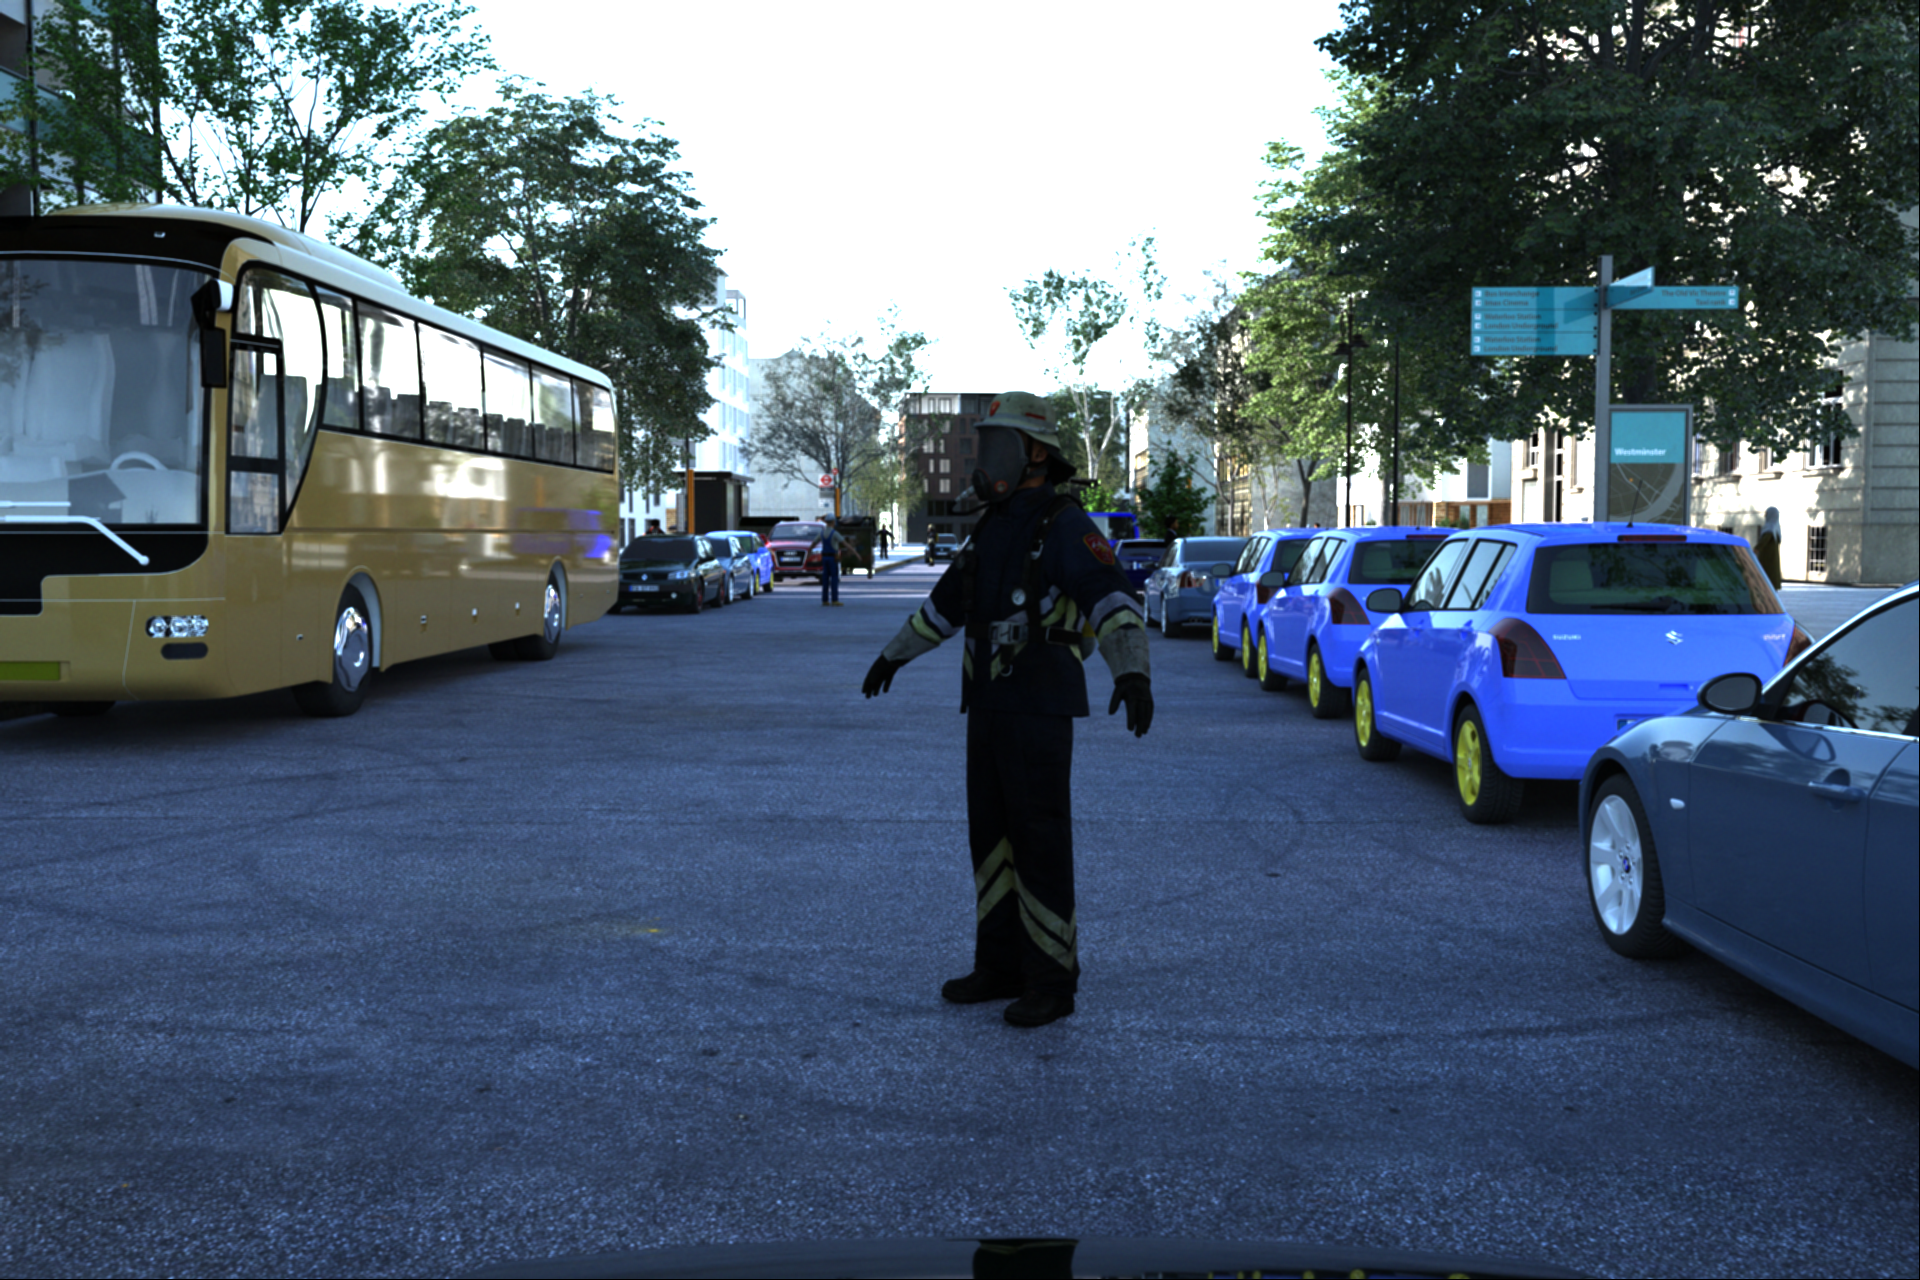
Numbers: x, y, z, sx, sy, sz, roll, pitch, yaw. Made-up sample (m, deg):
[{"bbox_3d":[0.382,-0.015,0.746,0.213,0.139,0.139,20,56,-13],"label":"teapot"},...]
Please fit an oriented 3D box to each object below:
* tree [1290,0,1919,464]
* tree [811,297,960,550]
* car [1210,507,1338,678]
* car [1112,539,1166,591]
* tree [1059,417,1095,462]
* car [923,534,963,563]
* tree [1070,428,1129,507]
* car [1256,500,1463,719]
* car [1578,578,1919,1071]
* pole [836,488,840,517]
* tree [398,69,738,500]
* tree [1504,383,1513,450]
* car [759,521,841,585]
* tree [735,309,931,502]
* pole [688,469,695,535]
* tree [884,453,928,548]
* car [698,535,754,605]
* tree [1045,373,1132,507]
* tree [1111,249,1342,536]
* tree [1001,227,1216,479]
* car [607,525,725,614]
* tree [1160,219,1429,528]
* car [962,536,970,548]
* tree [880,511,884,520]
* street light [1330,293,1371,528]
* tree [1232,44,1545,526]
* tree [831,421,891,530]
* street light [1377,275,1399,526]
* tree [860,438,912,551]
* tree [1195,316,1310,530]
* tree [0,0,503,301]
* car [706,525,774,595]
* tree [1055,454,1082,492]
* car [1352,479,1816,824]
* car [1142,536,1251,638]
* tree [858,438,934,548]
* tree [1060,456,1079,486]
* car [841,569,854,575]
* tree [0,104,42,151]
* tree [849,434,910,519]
[{"bbox_3d":[9.062,-7.106,22.832,9.857,13.997,8.962,0,3,0],"label":"tree"},{"bbox_3d":[-6.365,-17.468,141.485,12.611,20.169,13.585,0,3,0],"label":"tree"},{"bbox_3d":[3.700,-0.547,18.536,1.945,1.707,3.694,0,4,1],"label":"car"},{"bbox_3d":[4.005,-1.561,38.101,1.945,1.354,3.894,0,4,1],"label":"car"},{"bbox_3d":[10.684,-15.312,168.474,7.486,12.596,7.792,0,3,0],"label":"tree"},{"bbox_3d":[-0.836,-4.664,86.049,2.009,1.686,4.222,0,4,1],"label":"car"},{"bbox_3d":[8.958,-10.220,117.467,4.360,8.622,3.978,0,3,0],"label":"tree"},{"bbox_3d":[3.585,-0.315,14.739,1.945,1.707,3.694,0,3,0],"label":"car"},{"bbox_3d":[3.084,0.466,4.389,2.014,1.417,4.499,0,3,0],"label":"car"},{"bbox_3d":[-5.423,-5.085,76.988,0.158,3.312,0.155,0,3,0],"label":"pole"},{"bbox_3d":[-10.764,-8.609,47.411,9.857,13.997,8.962,0,3,0],"label":"tree"},{"bbox_3d":[29.343,-10.260,78.119,12.009,13.543,11.850,0,3,0],"label":"tree"},{"bbox_3d":[-4.617,-2.542,50.243,2.281,1.827,5.304,0,4,1],"label":"car"},{"bbox_3d":[-6.752,-11.258,94.434,12.009,13.543,11.850,0,3,0],"label":"tree"},{"bbox_3d":[-8.430,-3.702,54.375,0.158,3.312,0.155,0,3,0],"label":"pole"},{"bbox_3d":[-5.550,-12.500,154.736,4.360,8.622,3.978,0,3,0],"label":"tree"},{"bbox_3d":[-5.467,-1.516,36.781,2.014,1.417,4.499,0,4,2],"label":"car"},{"bbox_3d":[9.168,-14.104,137.262,9.857,13.997,8.962,0,3,0],"label":"tree"},{"bbox_3d":[11.798,-10.111,75.677,12.009,13.543,11.850,0,3,0],"label":"tree"},{"bbox_3d":[9.272,-15.348,106.822,12.611,20.169,13.585,0,3,0],"label":"tree"},{"bbox_3d":[-5.502,-1.384,32.412,2.009,1.686,4.222,0,4,1],"label":"car"},{"bbox_3d":[10.062,-7.118,50.798,8.767,10.594,7.601,0,4,7],"label":"tree"},{"bbox_3d":[1.062,-4.988,93.911,2.083,1.381,4.827,0,4,1],"label":"car"},{"bbox_3d":[-14.458,-19.921,260.112,7.601,10.594,8.767,0,4,7],"label":"tree"},{"bbox_3d":[7.494,-3.706,33.389,0.468,5.910,1.993,0,4,1],"label":"street light"},{"bbox_3d":[10.076,-7.492,40.625,7.486,12.596,7.792,0,3,0],"label":"tree"},{"bbox_3d":[-6.374,-9.947,112.996,4.360,8.622,3.978,0,3,0],"label":"tree"},{"bbox_3d":[8.202,-3.538,30.393,1.470,5.913,1.316,0,4,1],"label":"street light"},{"bbox_3d":[-5.893,-10.961,129.568,4.737,8.622,4.395,0,3,0],"label":"tree"},{"bbox_3d":[10.507,-6.585,58.033,4.360,8.622,3.978,0,3,0],"label":"tree"},{"bbox_3d":[-11.870,-6.307,28.873,9.928,11.665,9.643,0,3,0],"label":"tree"},{"bbox_3d":[-5.515,-1.955,41.559,1.945,1.707,3.694,0,4,2],"label":"car"},{"bbox_3d":[9.443,-12.031,147.066,4.360,8.622,3.978,0,3,0],"label":"tree"},{"bbox_3d":[3.366,-0.016,9.858,1.945,1.707,3.694,0,4,1],"label":"car"},{"bbox_3d":[3.696,-0.806,25.183,2.014,1.417,4.499,0,4,1],"label":"car"},{"bbox_3d":[-6.060,-13.976,162.926,7.601,10.594,8.767,-1,4,-16],"label":"tree"},{"bbox_3d":[10.116,-12.380,152.770,4.737,8.622,4.395,0,3,0],"label":"tree"},{"bbox_3d":[-4.748,-3.151,61.747,2.015,1.641,3.980,0,4,1],"label":"car"},{"bbox_3d":[-12.276,-4.171,18.562,4.737,8.622,4.395,0,3,0],"label":"tree"},{"bbox_3d":[-6.236,-10.374,119.984,4.360,8.622,3.978,0,3,0],"label":"tree"}]
